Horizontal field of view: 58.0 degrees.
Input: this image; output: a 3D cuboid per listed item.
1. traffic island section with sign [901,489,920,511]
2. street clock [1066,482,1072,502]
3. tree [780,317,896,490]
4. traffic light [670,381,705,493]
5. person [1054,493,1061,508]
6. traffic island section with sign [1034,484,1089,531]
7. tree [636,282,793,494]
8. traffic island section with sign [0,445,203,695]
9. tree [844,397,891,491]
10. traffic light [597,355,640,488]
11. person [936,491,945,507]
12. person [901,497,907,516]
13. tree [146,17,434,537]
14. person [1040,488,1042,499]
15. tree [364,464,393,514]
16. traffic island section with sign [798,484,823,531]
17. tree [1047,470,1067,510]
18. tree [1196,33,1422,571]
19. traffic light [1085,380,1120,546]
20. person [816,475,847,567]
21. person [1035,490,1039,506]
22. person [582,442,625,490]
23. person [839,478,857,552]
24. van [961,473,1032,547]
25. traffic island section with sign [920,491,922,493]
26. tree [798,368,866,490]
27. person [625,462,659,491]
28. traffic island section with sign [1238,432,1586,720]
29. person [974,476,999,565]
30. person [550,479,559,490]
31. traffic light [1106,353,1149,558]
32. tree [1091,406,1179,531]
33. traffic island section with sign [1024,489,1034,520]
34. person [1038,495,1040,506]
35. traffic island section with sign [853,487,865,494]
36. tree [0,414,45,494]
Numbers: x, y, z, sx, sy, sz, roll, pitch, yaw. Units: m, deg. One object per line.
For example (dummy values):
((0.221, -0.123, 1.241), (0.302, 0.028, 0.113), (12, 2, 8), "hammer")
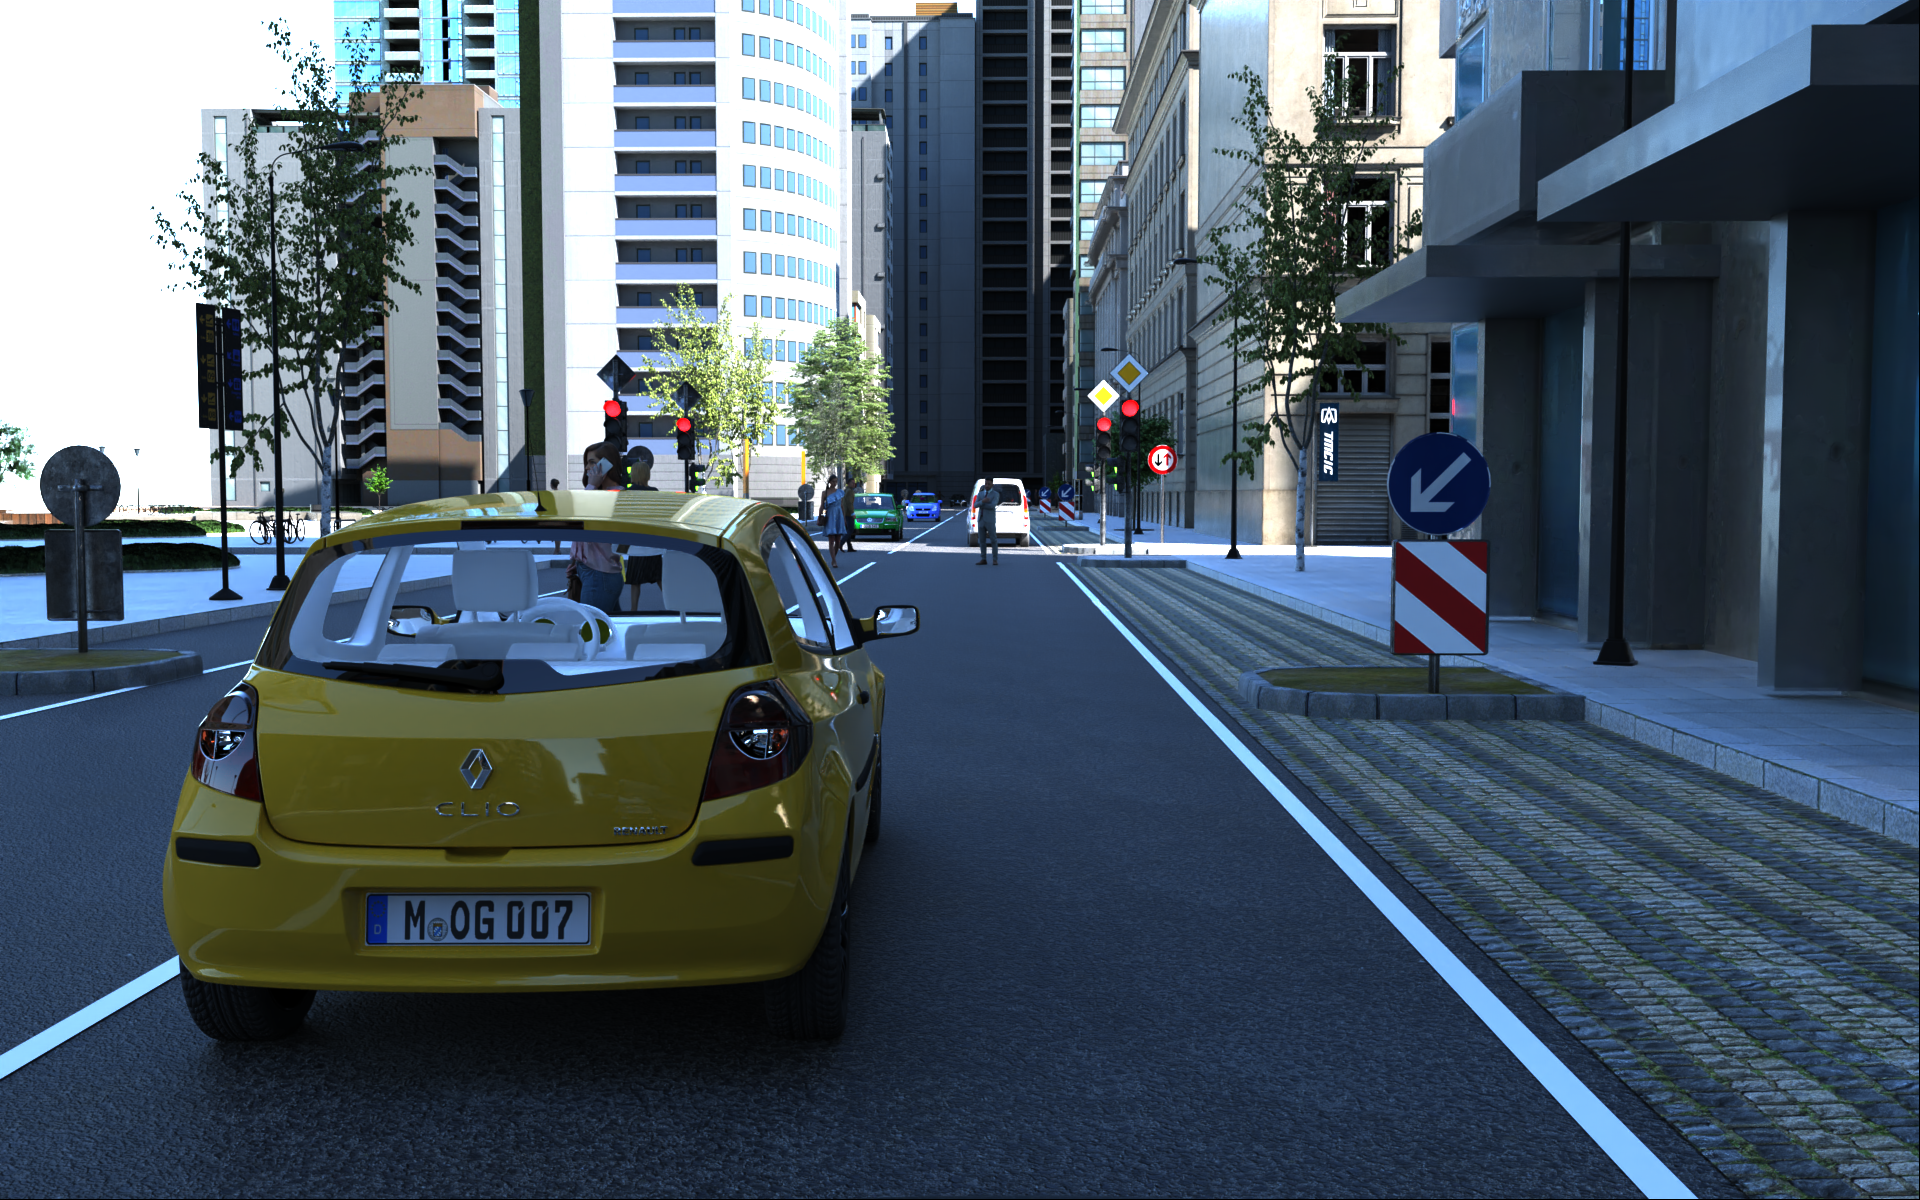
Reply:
((-4.561, -8.325, 144.745), (1.989, 1.847, 2.006), (0, 4, 1), "traffic island section with sign")
((6.330, -5.862, 100.420), (0.358, 2.002, 0.471), (-1, 4, -16), "street clock")
((-7.960, -11.839, 111.688), (7.486, 12.596, 7.792), (0, 3, 0), "tree")
((-6.751, -3.300, 42.874), (0.839, 4.253, 0.868), (0, 4, 1), "traffic light")
((8.666, -9.029, 154.213), (0.434, 1.755, 0.990), (-3, 4, -36), "person")
((4.029, -3.622, 67.851), (1.989, 1.847, 2.006), (0, 4, 1), "traffic island section with sign")
((-8.916, -6.682, 59.608), (4.737, 8.622, 4.395), (0, 3, 0), "tree")
((-7.021, -0.285, 13.283), (1.989, 1.847, 2.006), (0, 4, 1), "traffic island section with sign")
((-7.169, -10.947, 129.344), (4.737, 8.622, 4.395), (0, 3, 0), "tree")
((-6.900, -2.812, 34.891), (0.839, 4.253, 0.868), (0, 4, 1), "traffic light")
((-1.979, -9.603, 166.232), (1.217, 1.735, 0.721), (-1, 4, -21), "person")
((-3.661, -6.154, 113.805), (0.352, 1.250, 0.332), (-3, 5, -44), "person")
((-9.996, -4.674, 26.782), (4.737, 8.622, 4.395), (0, 3, 0), "tree")
((7.639, -9.565, 162.372), (0.705, 1.831, 1.348), (0, 4, 0), "person")
((-36.944, -7.061, 110.055), (1.663, 3.219, 1.824), (0, 3, 0), "tree")
((-5.998, -3.617, 67.764), (1.989, 1.847, 2.006), (0, 4, 1), "traffic island section with sign")
((7.710, -8.823, 138.861), (1.663, 3.219, 1.824), (0, 3, 0), "tree")
((5.772, -4.797, 28.786), (4.737, 8.622, 4.395), (0, 3, 0), "tree")
((3.509, -3.289, 42.699), (0.839, 4.253, 0.868), (0, 4, 1), "traffic light")
((-2.517, -1.548, 33.898), (0.616, 1.811, 0.778), (-1, 4, -13), "person")
((8.213, -10.949, 185.619), (0.434, 1.755, 0.990), (-1, 4, -16), "person")
((-2.137, -0.097, 10.678), (0.643, 1.750, 0.593), (-1, 4, -16), "person")
((-2.756, -2.097, 42.692), (0.656, 1.842, 0.836), (2, 4, 35), "person")
((1.040, -2.528, 48.347), (2.013, 2.044, 4.112), (0, 4, -1), "van")
((-4.052, -9.974, 171.696), (1.989, 1.847, 2.006), (0, 4, 1), "traffic island section with sign")
((-7.685, -9.275, 102.001), (4.360, 8.622, 3.978), (0, 3, 0), "tree")
((-3.238, -0.673, 19.714), (1.509, 1.804, 0.699), (1, 4, 9), "person")
((2.972, -0.198, 11.859), (1.989, 1.847, 2.006), (0, 4, 1), "traffic island section with sign")
((0.532, -1.609, 34.992), (0.511, 1.800, 0.466), (1, 4, 13), "person")
((-9.229, -1.870, 39.417), (0.374, 1.781, 0.599), (0, 4, -2), "person")
((3.360, -2.801, 34.715), (0.839, 4.253, 0.868), (0, 4, 1), "traffic light")
((6.109, -4.732, 61.088), (4.285, 4.588, 4.351), (0, 3, 0), "tree")
((4.528, -5.271, 94.802), (1.989, 1.847, 2.006), (0, 4, 1), "traffic island section with sign")
((8.848, -11.439, 193.865), (0.721, 1.735, 1.217), (0, 4, 3), "person")
((-5.489, -5.265, 94.715), (1.989, 1.847, 2.006), (0, 4, 1), "traffic island section with sign")
((-62.800, -8.362, 99.625), (11.467, 7.101, 20.602), (0, 4, 5), "tree")
